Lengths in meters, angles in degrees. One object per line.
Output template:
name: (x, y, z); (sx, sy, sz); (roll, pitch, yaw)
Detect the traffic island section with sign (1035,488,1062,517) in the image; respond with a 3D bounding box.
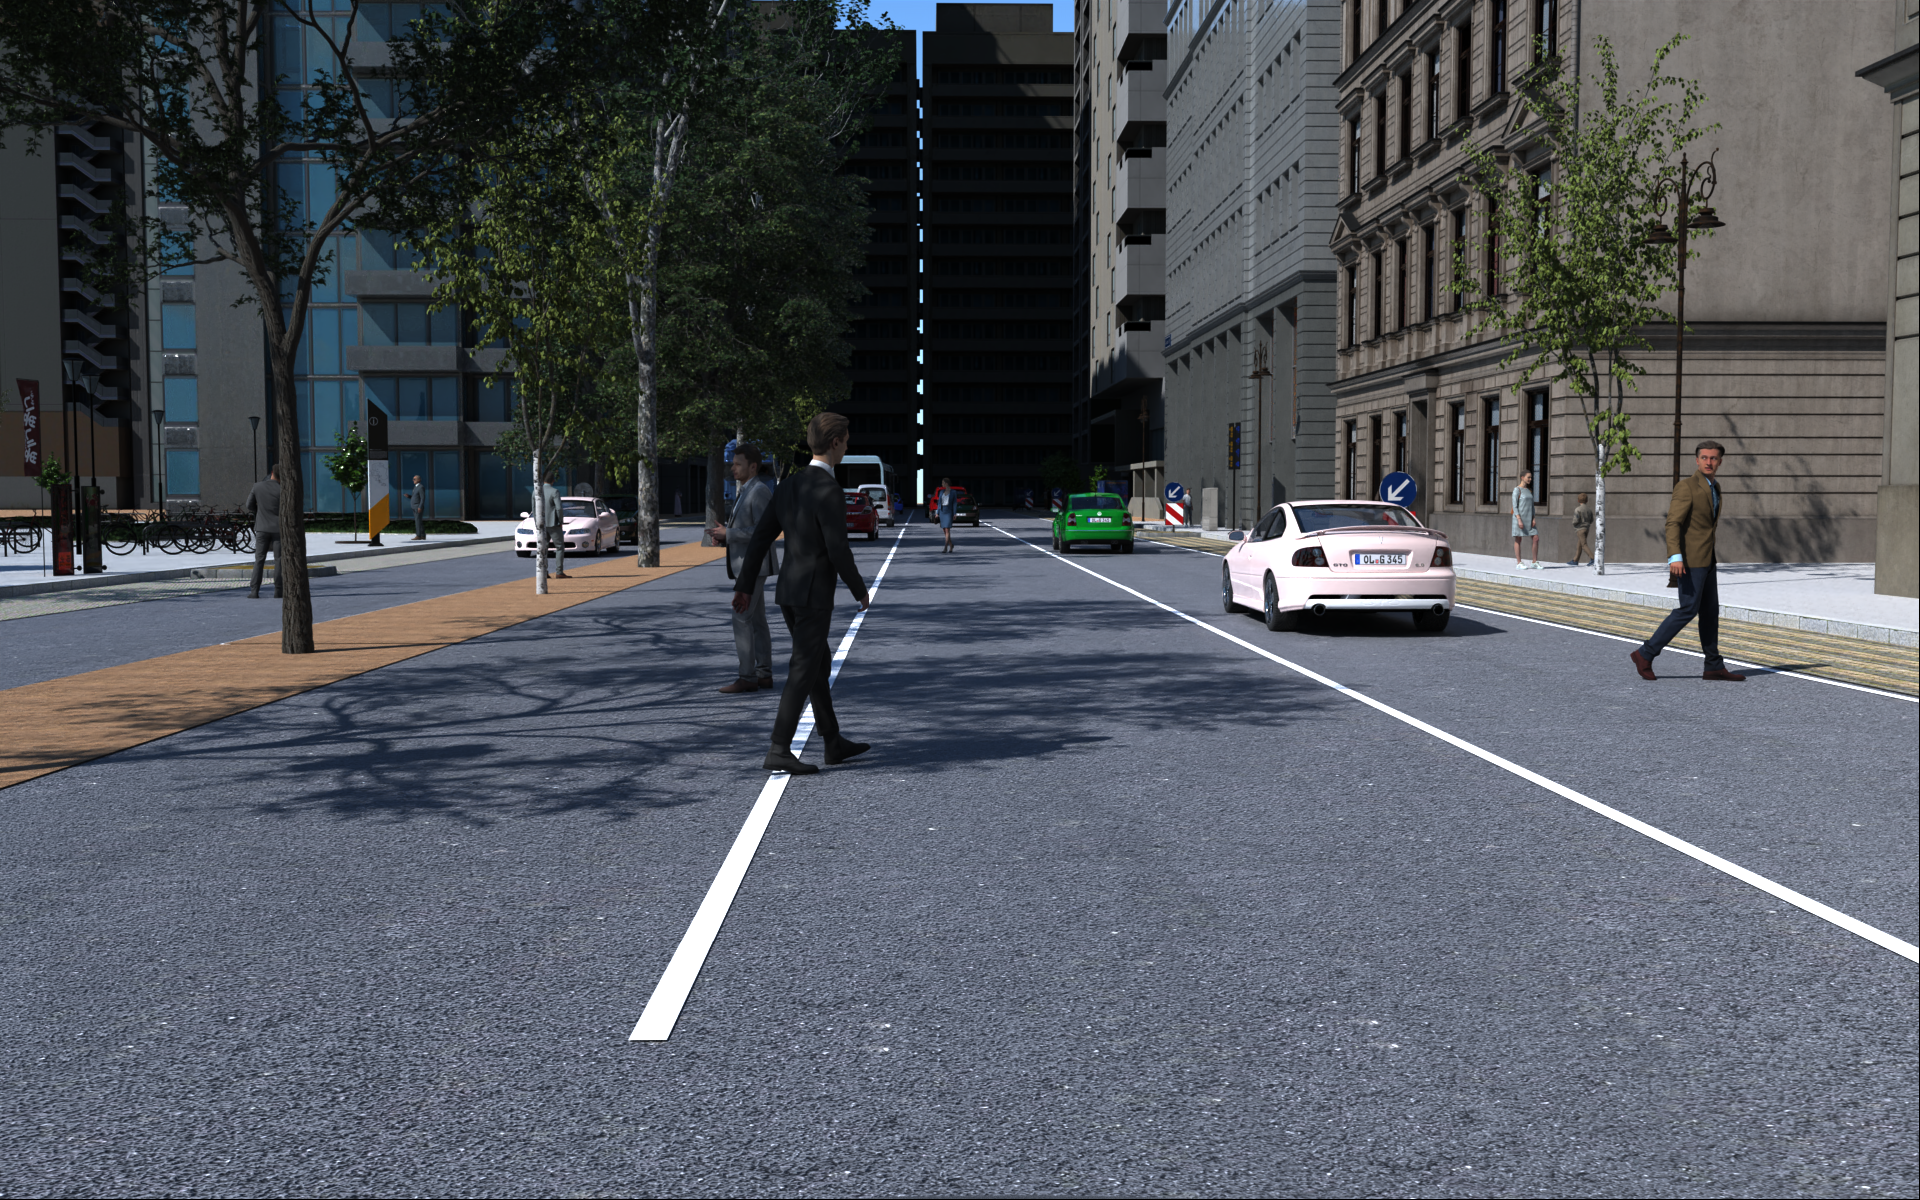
traffic island section with sign: (5.867, -6.063, 107.750); (1.989, 1.847, 2.006); (0, 4, -1)

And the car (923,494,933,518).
car: (-1.206, -5.740, 105.651); (2.131, 1.459, 4.920); (0, 4, 0)

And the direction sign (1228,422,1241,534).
direction sign: (8.726, -3.860, 55.112); (0.379, 3.537, 0.876); (-1, 4, -14)

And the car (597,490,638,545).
car: (-9.823, -2.445, 49.754); (2.009, 1.686, 4.222); (0, 4, 0)

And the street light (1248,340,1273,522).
street light: (9.037, -4.859, 52.228); (0.468, 5.910, 1.993); (0, 4, -1)

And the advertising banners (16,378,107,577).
advertising banners: (-14.122, -1.899, 27.243); (0.090, 3.025, 2.074); (0, 4, 7)

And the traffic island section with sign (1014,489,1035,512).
traffic island section with sign: (5.257, -7.760, 135.503); (1.989, 1.847, 2.006); (0, 4, -1)

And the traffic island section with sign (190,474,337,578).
traffic island section with sign: (-12.033, -1.318, 30.185); (1.989, 1.847, 2.006); (0, 4, -1)

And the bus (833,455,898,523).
bus: (-4.901, -5.788, 89.493); (2.948, 3.499, 13.247); (0, 4, 0)

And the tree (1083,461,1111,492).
tree: (8.443, -6.600, 102.517); (1.663, 3.219, 1.824); (0, 3, 0)

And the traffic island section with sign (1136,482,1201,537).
traffic island section with sign: (6.972, -3.028, 58.138); (1.989, 1.847, 2.006); (0, 4, -1)

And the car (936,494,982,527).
car: (-0.032, -4.043, 75.894); (2.009, 1.686, 4.222); (0, 4, -1)

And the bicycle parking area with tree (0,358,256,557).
bicycle parking area with tree: (-19.868, -3.180, 38.999); (9.016, 4.147, 8.231); (-1, 4, -10)

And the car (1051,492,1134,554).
car: (3.273, -2.098, 43.105); (1.959, 1.807, 4.718); (0, 4, 0)

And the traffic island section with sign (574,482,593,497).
traffic island section with sign: (-12.665, -3.026, 58.106); (1.989, 1.847, 2.006); (0, 4, -1)

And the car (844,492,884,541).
car: (-3.487, -2.766, 54.269); (2.155, 1.783, 4.494); (0, 4, -1)

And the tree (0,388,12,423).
tree: (-45.038, -7.769, 77.380); (4.360, 8.622, 3.978); (0, 3, 0)

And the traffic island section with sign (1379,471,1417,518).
traffic island section with sign: (7.572, -1.380, 31.190); (1.989, 1.847, 2.006); (0, 4, -1)

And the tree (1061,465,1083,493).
tree: (7.905, -7.490, 117.069); (1.663, 3.219, 1.824); (0, 3, 0)

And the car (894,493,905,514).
car: (-4.911, -6.973, 123.604); (1.945, 1.707, 3.694); (0, 4, -2)

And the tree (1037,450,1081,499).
tree: (7.328, -8.832, 128.124); (4.285, 4.588, 4.351); (0, 3, 0)

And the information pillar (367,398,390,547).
information pillar: (-14.266, -3.124, 42.428); (0.504, 3.616, 0.183); (-2, 4, -33)

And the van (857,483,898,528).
van: (-3.730, -4.194, 75.576); (2.013, 2.044, 4.112); (0, 4, 0)

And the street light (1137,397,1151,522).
street light: (8.559, -6.602, 80.726); (0.468, 5.910, 1.993); (0, 4, -1)

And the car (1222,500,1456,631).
car: (4.140, -0.434, 19.453); (2.083, 1.381, 4.827); (0, 4, 0)

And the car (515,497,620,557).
car: (-9.212, -1.746, 40.911); (2.083, 1.381, 4.827); (0, 4, -2)

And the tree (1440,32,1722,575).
tree: (9.875, -4.691, 27.059); (4.737, 8.622, 4.395); (0, 3, 0)

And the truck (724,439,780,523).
truck: (-10.270, -6.190, 90.968); (2.967, 4.110, 18.799); (0, 4, -1)

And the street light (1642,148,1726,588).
street light: (9.802, -3.108, 23.608); (0.468, 5.910, 1.993); (0, 4, -1)

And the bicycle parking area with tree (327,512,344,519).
bicycle parking area with tree: (-26.891, -4.576, 61.825); (9.016, 4.147, 8.231); (2, 4, 27)

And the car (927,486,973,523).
car: (-0.482, -4.753, 86.387); (2.281, 1.827, 5.304); (0, 4, -2)

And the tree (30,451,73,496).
tree: (-40.387, -5.058, 77.295); (1.663, 3.219, 1.824); (0, 3, 0)

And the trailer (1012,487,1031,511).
trailer: (5.064, -8.384, 144.121); (1.471, 1.999, 3.904); (0, 4, -3)

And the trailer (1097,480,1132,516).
trailer: (6.369, -4.053, 73.314); (1.471, 1.999, 3.904); (0, 4, -2)
